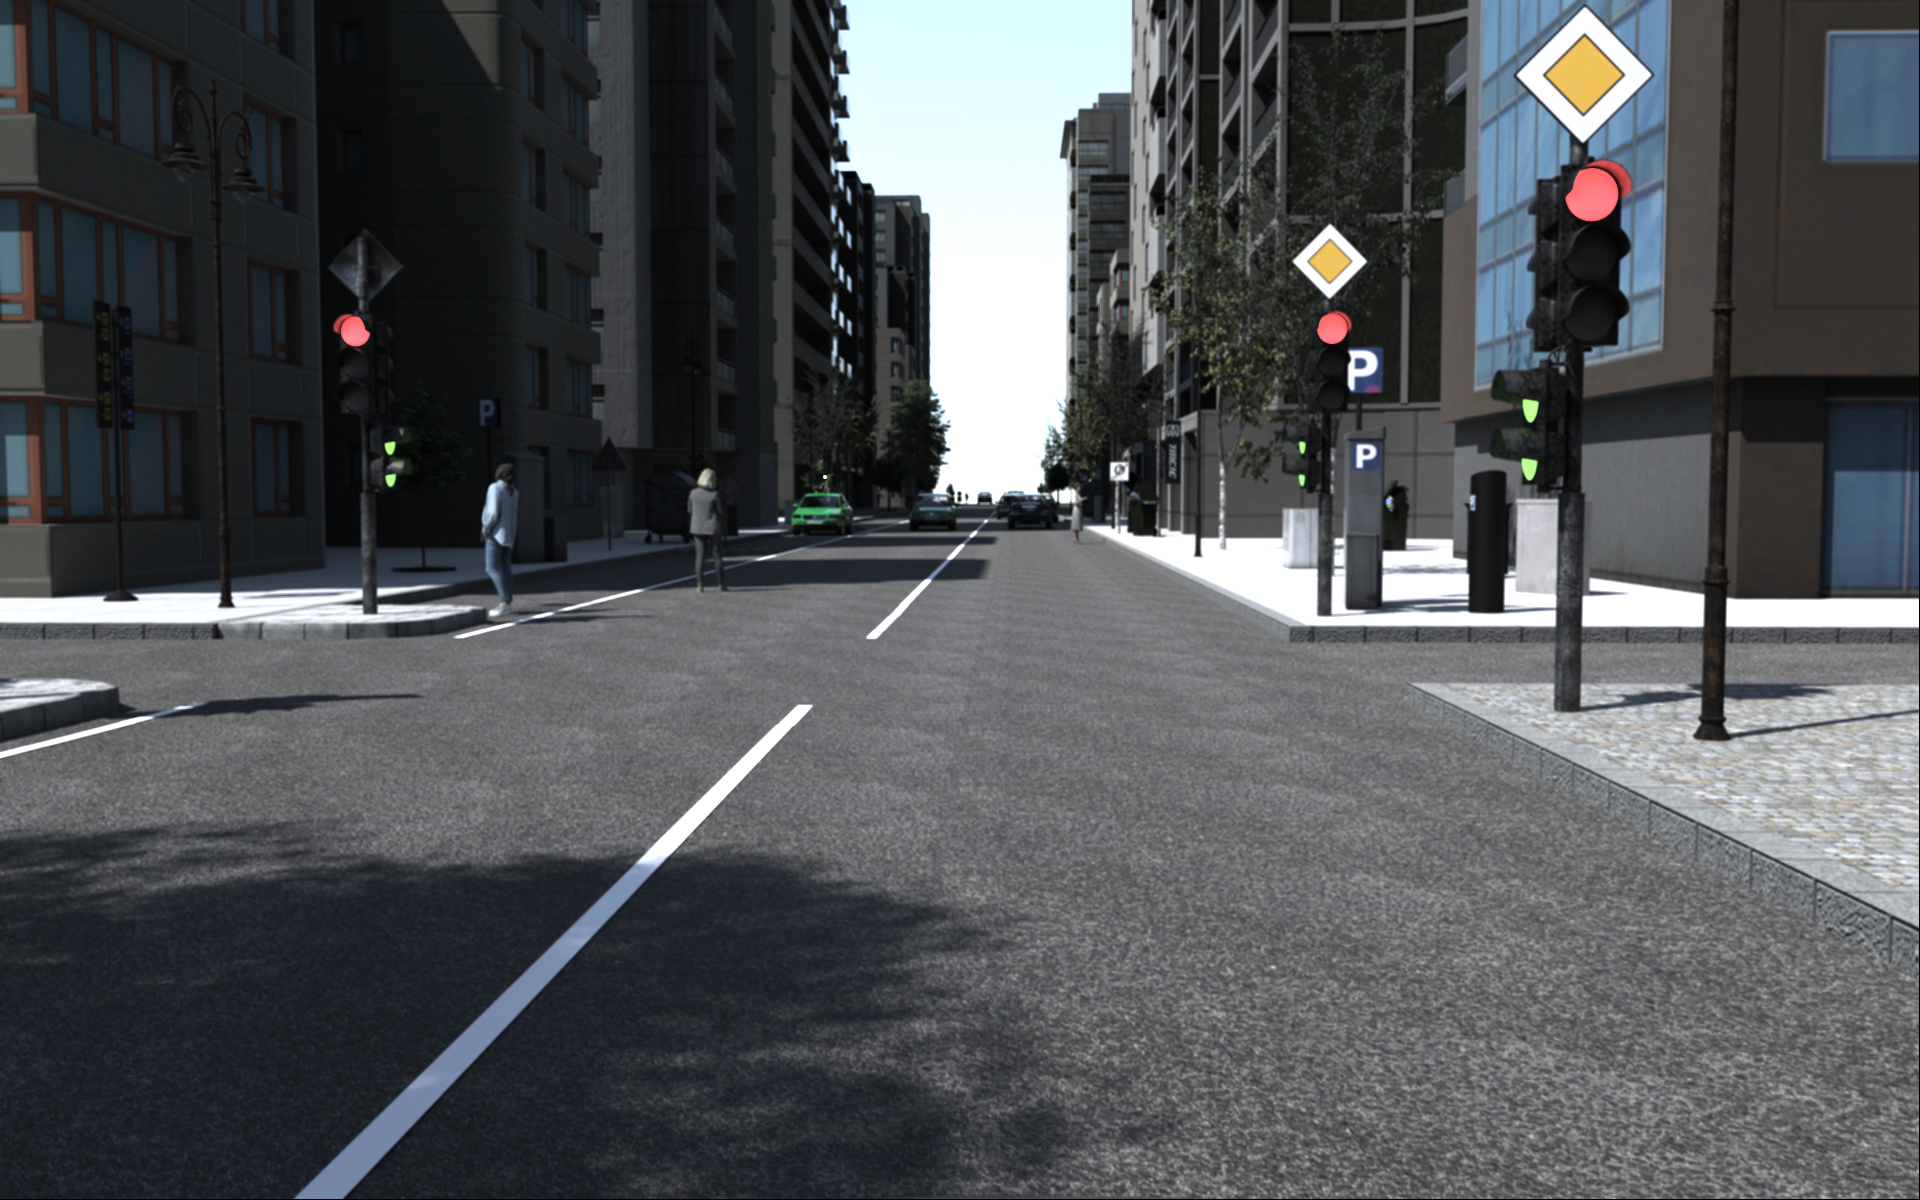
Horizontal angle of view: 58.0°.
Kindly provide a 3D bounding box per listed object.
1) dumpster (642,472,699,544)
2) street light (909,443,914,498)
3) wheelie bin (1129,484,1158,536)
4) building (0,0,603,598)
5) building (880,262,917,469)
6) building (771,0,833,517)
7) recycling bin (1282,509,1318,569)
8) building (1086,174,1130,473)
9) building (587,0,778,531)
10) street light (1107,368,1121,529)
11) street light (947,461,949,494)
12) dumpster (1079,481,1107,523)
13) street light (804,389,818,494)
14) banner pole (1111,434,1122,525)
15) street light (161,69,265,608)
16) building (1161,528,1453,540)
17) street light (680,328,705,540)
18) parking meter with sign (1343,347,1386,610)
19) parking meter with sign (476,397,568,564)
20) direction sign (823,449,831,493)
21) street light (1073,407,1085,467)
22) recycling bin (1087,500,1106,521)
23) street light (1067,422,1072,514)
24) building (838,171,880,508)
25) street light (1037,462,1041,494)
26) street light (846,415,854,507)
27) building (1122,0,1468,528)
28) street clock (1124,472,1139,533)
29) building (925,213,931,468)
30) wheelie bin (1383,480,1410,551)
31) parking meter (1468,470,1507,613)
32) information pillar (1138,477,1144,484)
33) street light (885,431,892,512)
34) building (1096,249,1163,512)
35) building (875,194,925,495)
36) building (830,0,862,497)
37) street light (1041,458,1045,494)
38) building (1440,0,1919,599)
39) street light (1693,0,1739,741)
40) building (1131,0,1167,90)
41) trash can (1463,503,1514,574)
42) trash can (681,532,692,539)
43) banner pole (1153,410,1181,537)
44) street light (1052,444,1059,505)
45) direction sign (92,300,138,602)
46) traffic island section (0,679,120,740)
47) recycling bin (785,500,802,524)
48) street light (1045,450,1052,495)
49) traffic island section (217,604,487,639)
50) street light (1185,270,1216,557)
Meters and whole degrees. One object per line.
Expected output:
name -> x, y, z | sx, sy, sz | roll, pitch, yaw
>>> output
dumpster -> -7.560, -2.427, 45.442 | 1.264, 1.857, 1.865 | 0, 4, 2
street light -> -4.216, -10.996, 152.567 | 0.468, 5.910, 1.993 | 0, 4, 2
wheelie bin -> 5.637, -2.775, 53.276 | 0.980, 1.594, 0.693 | -2, 4, -27
building -> -24.597, -11.652, 35.557 | 27.650, 21.520, 28.899 | 0, 4, 2
building -> -12.775, -27.198, 216.394 | 14.160, 30.474, 14.107 | 0, 4, 2
building -> -19.535, -29.434, 104.948 | 21.300, 48.544, 21.600 | 0, 4, 2
recycling bin -> 6.007, -1.068, 30.013 | 0.722, 1.027, 0.722 | 0, 4, 0
building -> 18.592, -23.682, 158.898 | 14.160, 30.474, 14.107 | 0, 4, 2
building -> -14.777, -23.273, 64.109 | 14.154, 41.232, 14.086 | 0, 4, 2
street light -> 5.664, -5.568, 63.818 | 0.468, 5.910, 1.993 | 0, 4, 2
street light -> -1.660, -16.065, 235.442 | 0.468, 5.910, 1.993 | 0, 4, 2
dumpster -> 6.026, -4.465, 78.766 | 1.264, 1.857, 1.865 | 0, 4, 2
street light -> -6.588, -6.344, 76.509 | 0.468, 5.910, 1.993 | 0, 4, 2
banner pole -> 6.559, -4.999, 71.750 | 0.401, 3.779, 0.863 | 2, 4, 30
street light -> -8.308, -2.853, 19.435 | 0.468, 5.910, 1.993 | 0, 4, 2
building -> 17.268, -37.558, 52.323 | 20.563, 71.187, 20.611 | 0, 4, 2
street light -> -7.440, -4.621, 48.336 | 0.468, 5.910, 1.993 | 0, 4, 2
parking meter with sign -> 4.614, -1.445, 19.884 | 0.543, 3.016, 1.738 | 1, 4, 10
parking meter with sign -> -8.062, -2.190, 32.074 | 0.543, 3.016, 1.738 | 2, 4, 34
direction sign -> -6.728, -5.847, 87.593 | 0.379, 3.537, 0.876 | 1, 4, 18
street light -> 6.465, -7.319, 92.452 | 0.468, 5.910, 1.993 | 0, 4, 2
recycling bin -> 6.509, -4.286, 82.636 | 0.722, 1.027, 0.722 | -1, 4, -15
street light -> 7.166, -8.496, 111.692 | 0.468, 5.910, 1.993 | 0, 4, 2
building -> -14.973, -23.407, 154.408 | 14.160, 30.474, 14.107 | 0, 4, 2
street light -> 10.521, -15.349, 223.739 | 0.468, 5.910, 1.993 | 0, 4, 2
street light -> -6.040, -7.489, 95.235 | 0.468, 5.910, 1.993 | 0, 4, 2
building -> 18.683, -39.325, 81.209 | 20.563, 71.187, 20.611 | 0, 4, 2
street clock -> 5.673, -3.233, 57.435 | 0.471, 2.002, 0.358 | 1, 4, 23
building -> -11.468, -34.324, 244.790 | 14.154, 41.232, 14.086 | 0, 4, 2
wheelie bin -> 9.843, -1.921, 39.317 | 0.693, 1.594, 0.980 | 0, 4, 4
parking meter -> 5.705, -0.631, 18.734 | 0.372, 1.533, 0.369 | 0, 3, 0
information pillar -> 7.806, -4.316, 75.056 | 0.304, 2.012, 0.304 | 0, 4, 4
street light -> -5.073, -9.273, 124.395 | 0.468, 5.910, 1.993 | 0, 4, 2
building -> 25.287, -17.817, 136.339 | 27.650, 21.520, 28.899 | 0, 4, 2
building -> -12.421, -33.437, 230.285 | 14.154, 41.232, 14.086 | 0, 4, 2
building -> -20.127, -31.323, 131.747 | 23.786, 49.044, 30.456 | 0, 4, 2
street light -> 9.652, -13.622, 195.508 | 0.468, 5.910, 1.993 | 0, 4, 2
building -> 16.374, -22.996, 26.103 | 14.200, 45.320, 14.600 | 0, 4, 2
street light -> 3.944, -2.209, 8.906 | 0.468, 5.910, 1.993 | 0, 4, 2
building -> 24.869, -31.682, 107.241 | 28.713, 52.752, 27.495 | 0, 4, 2
trash can -> 8.095, -0.912, 26.560 | 0.748, 1.137, 0.748 | 0, 3, 0
trash can -> -7.768, -2.350, 50.078 | 0.748, 1.137, 0.748 | 0, 3, 0
banner pole -> 6.205, -3.780, 51.818 | 0.863, 3.779, 0.401 | 0, 4, -2
street light -> 7.921, -10.249, 140.365 | 0.468, 5.910, 1.993 | 0, 4, 2
direction sign -> -10.097, -1.757, 20.730 | 0.379, 3.537, 0.876 | 0, 4, 1
traffic island section -> -6.573, 0.717, 10.561 | 2.009, 0.180, 2.903 | 0, 4, 2
recycling bin -> -6.993, -3.747, 73.824 | 0.722, 1.027, 0.722 | 2, 4, 32
street light -> 8.868, -12.021, 169.331 | 0.468, 5.910, 1.993 | 0, 4, 2
traffic island section -> -6.331, 0.229, 18.542 | 2.009, 0.180, 2.903 | 0, 4, 2
street light -> 4.874, -3.823, 35.293 | 0.468, 5.910, 1.993 | 0, 4, 2
